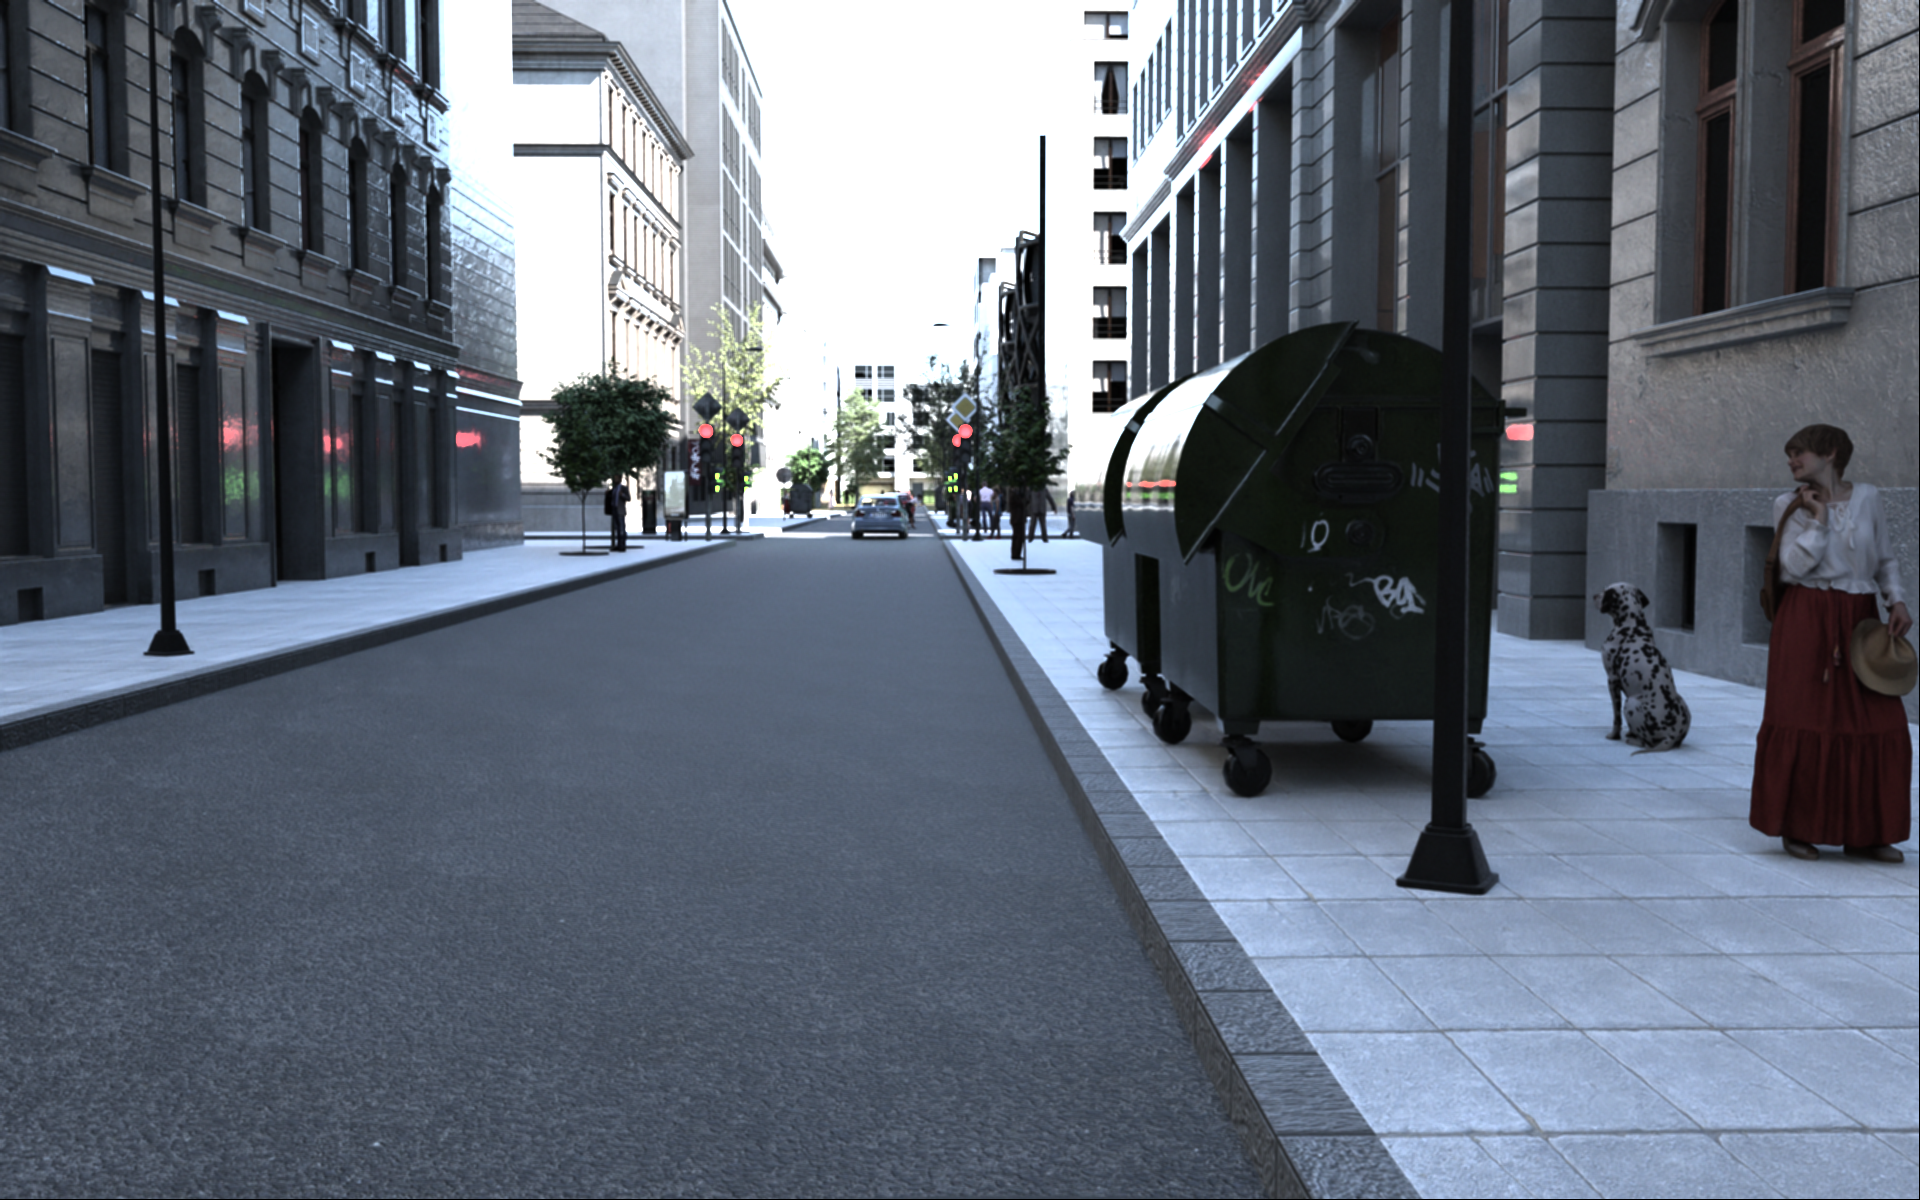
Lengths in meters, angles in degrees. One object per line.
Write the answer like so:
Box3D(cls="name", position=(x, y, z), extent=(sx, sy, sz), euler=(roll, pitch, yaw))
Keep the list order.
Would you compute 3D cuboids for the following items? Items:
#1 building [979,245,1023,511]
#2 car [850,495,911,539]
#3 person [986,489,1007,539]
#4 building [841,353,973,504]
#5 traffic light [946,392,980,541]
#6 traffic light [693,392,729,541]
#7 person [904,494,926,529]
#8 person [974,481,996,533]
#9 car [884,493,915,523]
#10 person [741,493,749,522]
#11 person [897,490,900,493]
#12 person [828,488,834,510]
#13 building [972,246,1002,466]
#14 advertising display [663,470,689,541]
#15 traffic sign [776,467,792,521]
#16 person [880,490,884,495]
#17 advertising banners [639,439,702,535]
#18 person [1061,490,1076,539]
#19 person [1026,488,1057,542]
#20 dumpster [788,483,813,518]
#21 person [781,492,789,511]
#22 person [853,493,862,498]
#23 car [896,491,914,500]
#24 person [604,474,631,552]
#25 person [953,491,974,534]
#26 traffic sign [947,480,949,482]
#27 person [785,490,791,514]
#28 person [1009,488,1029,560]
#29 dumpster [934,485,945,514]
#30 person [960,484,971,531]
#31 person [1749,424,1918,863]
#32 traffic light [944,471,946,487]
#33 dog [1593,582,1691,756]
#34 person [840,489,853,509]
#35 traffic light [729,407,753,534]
Box3D(cls="building", position=(9.554, -17.195, 137.563), extent=(16.016, 20.091, 11.380), euler=(0, 4, -1))
Box3D(cls="car", position=(-2.592, -2.718, 56.445), extent=(2.014, 1.417, 4.499), euler=(0, 4, -1))
Box3D(cls="person", position=(1.087, -2.616, 53.139), extent=(0.662, 1.594, 0.647), euler=(-1, 4, -9))
Box3D(cls="building", position=(0.637, -21.963, 225.548), extent=(31.486, 18.905, 16.747), euler=(0, 4, -1))
Box3D(cls="traffic light", position=(0.122, -3.549, 47.275), extent=(0.839, 4.213, 0.868), euler=(0, 4, -1))
Box3D(cls="traffic light", position=(-6.837, -3.538, 47.086), extent=(0.839, 4.213, 0.868), euler=(0, 4, -1))
Box3D(cls="person", position=(-1.906, -3.673, 71.749), extent=(0.628, 1.438, 0.799), euler=(3, 5, 42))
Box3D(cls="person", position=(0.849, -3.064, 57.073), extent=(0.756, 1.711, 0.436), euler=(0, 4, 5))
Box3D(cls="car", position=(-3.184, -4.776, 87.123), extent=(2.155, 1.783, 4.494), euler=(0, 4, 0))
Box3D(cls="person", position=(-9.742, -4.362, 78.171), extent=(0.445, 1.727, 0.742), euler=(-1, 4, -13))
Box3D(cls="person", position=(-3.972, -6.367, 113.408), extent=(0.445, 1.727, 0.742), euler=(0, 4, -7))
Box3D(cls="person", position=(-10.438, -8.197, 140.727), extent=(0.621, 1.740, 0.551), euler=(-2, 4, -27))
Box3D(cls="building", position=(15.007, -19.306, 159.630), extent=(27.936, 21.610, 32.646), euler=(0, 4, -1))
Box3D(cls="advertising display", position=(-7.740, -2.568, 47.194), extent=(0.974, 1.923, 0.123), euler=(3, 5, 44))
Box3D(cls="traffic sign", position=(-8.316, -5.003, 81.897), extent=(0.768, 2.556, 0.104), euler=(0, 4, -1))
Box3D(cls="person", position=(-5.998, -7.740, 135.775), extent=(1.217, 1.735, 0.721), euler=(3, 5, 41))
Box3D(cls="advertising banners", position=(-9.130, -3.591, 54.907), extent=(2.074, 3.025, 0.090), euler=(0, 4, -6))
Box3D(cls="person", position=(3.382, -2.598, 53.191), extent=(0.471, 1.553, 0.569), euler=(1, 4, 22))
Box3D(cls="person", position=(2.095, -2.400, 45.835), extent=(0.990, 1.755, 0.434), euler=(0, 4, -6))
Box3D(cls="dumpster", position=(-8.454, -5.267, 91.868), extent=(1.264, 1.857, 1.865), euler=(0, 4, -1))
Box3D(cls="person", position=(-12.992, -7.344, 129.307), extent=(0.628, 1.438, 0.799), euler=(2, 4, 27))
Box3D(cls="person", position=(-11.130, -11.105, 187.235), extent=(1.348, 1.869, 0.705), euler=(3, 4, 37))
Box3D(cls="car", position=(-6.209, -11.099, 190.137), extent=(2.281, 1.827, 5.304), euler=(0, 4, 0))
Box3D(cls="person", position=(-7.605, -1.928, 38.394), extent=(0.431, 1.722, 0.655), euler=(-3, 5, -45))
Box3D(cls="person", position=(0.100, -2.864, 56.106), extent=(0.697, 1.427, 0.421), euler=(-1, 4, -10))
Box3D(cls="traffic sign", position=(-0.296, -5.558, 90.883), extent=(0.884, 2.594, 0.081), euler=(0, 4, 3))
Box3D(cls="person", position=(-10.885, -6.133, 108.784), extent=(0.523, 1.526, 0.387), euler=(-3, 5, -42))
Box3D(cls="person", position=(1.156, -1.566, 33.912), extent=(0.388, 1.546, 0.482), euler=(1, 4, 11))
Box3D(cls="dumpster", position=(-1.072, -6.586, 113.433), extent=(1.264, 1.857, 1.865), euler=(0, 4, -1))
Box3D(cls="person", position=(0.123, -3.239, 60.457), extent=(0.517, 1.644, 0.566), euler=(0, 4, 4))
Box3D(cls="person", position=(3.055, 0.150, 6.056), extent=(0.523, 1.526, 0.387), euler=(1, 4, 12))
Box3D(cls="traffic light", position=(-0.076, -4.037, 55.257), extent=(0.839, 4.213, 0.868), euler=(0, 4, -1))
Box3D(cls="dog", position=(3.443, 0.340, 8.813), extent=(0.513, 0.831, 0.800), euler=(2, 4, 26))
Box3D(cls="person", position=(-9.883, -8.814, 150.979), extent=(1.217, 1.723, 0.721), euler=(-1, 4, -19))
Box3D(cls="traffic light", position=(-7.035, -4.026, 55.069), extent=(0.839, 4.213, 0.868), euler=(0, 4, -1))
